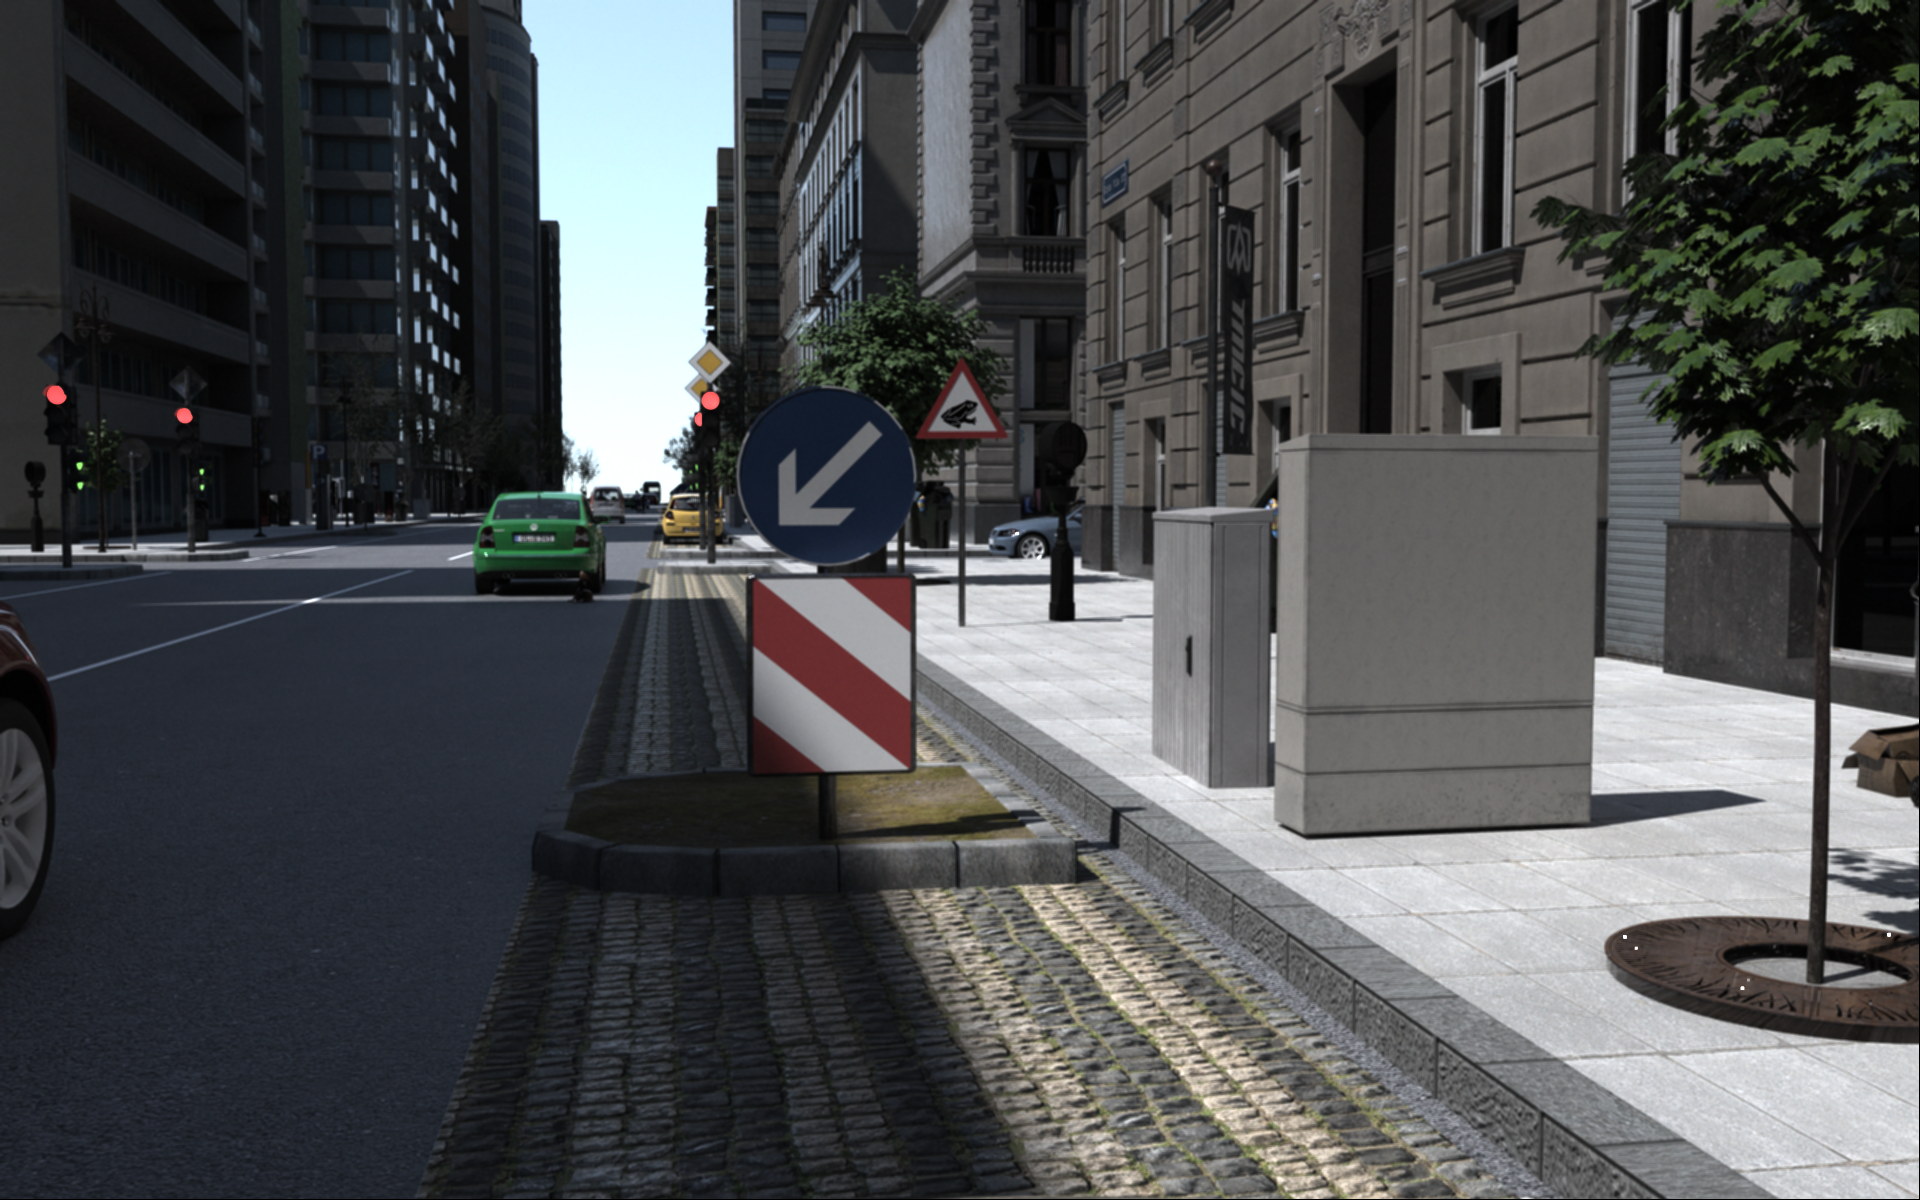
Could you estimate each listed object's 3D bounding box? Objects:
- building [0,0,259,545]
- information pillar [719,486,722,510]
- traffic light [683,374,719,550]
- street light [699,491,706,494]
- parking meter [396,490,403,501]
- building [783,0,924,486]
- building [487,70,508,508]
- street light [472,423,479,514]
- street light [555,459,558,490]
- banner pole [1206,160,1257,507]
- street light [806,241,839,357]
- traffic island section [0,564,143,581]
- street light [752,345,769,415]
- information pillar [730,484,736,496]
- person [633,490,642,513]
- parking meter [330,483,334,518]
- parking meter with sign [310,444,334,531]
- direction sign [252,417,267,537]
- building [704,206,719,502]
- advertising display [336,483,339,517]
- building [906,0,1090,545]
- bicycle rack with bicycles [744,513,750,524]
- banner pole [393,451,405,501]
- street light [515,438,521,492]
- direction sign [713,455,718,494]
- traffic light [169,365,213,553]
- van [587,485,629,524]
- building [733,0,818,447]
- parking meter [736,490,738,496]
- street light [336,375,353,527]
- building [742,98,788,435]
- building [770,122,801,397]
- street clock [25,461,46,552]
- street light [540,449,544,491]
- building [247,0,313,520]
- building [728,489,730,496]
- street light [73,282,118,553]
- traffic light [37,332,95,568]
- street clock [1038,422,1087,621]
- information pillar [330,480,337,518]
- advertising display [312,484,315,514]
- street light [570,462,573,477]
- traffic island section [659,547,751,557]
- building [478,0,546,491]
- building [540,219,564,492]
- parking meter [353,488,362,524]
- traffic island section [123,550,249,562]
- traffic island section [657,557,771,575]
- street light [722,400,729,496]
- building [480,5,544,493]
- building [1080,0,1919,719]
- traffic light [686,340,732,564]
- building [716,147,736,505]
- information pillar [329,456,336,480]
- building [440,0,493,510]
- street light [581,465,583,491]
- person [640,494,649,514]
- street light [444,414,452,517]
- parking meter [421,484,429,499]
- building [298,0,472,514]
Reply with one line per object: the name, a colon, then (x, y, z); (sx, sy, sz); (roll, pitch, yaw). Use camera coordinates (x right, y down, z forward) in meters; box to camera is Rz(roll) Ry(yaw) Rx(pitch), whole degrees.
building: (-34.855, -26.136, 51.028); (21.300, 48.544, 21.600); (-1, 4, -10)
information pillar: (-15.834, -7.542, 114.670); (0.183, 3.616, 0.504); (-2, 4, -25)
traffic light: (-5.933, -3.108, 39.733); (0.839, 4.253, 0.868); (-1, 4, -10)
street light: (-19.058, -9.579, 129.403); (0.468, 5.910, 1.993); (-1, 4, -10)
parking meter: (-34.644, -6.034, 107.064); (0.372, 1.533, 0.369); (0, 3, 0)
building: (1.290, -14.875, 76.491); (16.112, 22.955, 30.059); (-1, 4, -10)
building: (-50.187, -29.205, 161.093); (14.154, 41.232, 14.086); (-1, 4, -10)
street light: (-31.629, -8.593, 113.283); (0.468, 5.910, 1.993); (-1, 4, -10)
street light: (-45.497, -13.607, 195.267); (0.468, 5.910, 1.993); (-1, 4, -10)
banner pole: (2.051, -1.423, 13.278); (0.401, 3.779, 0.863); (3, 4, 38)
street light: (-2.525, -3.612, 31.840); (0.468, 5.910, 1.993); (-1, 4, -10)
traffic island section: (-15.552, -0.481, 30.139); (2.009, 0.180, 2.903); (-1, 4, -10)
street light: (-6.212, -4.964, 53.949); (0.468, 5.910, 1.993); (-1, 4, -10)
information pillar: (-13.922, -6.220, 106.196); (0.304, 2.012, 0.304); (0, 4, 1)
person: (-24.566, -7.489, 131.879); (0.756, 1.711, 0.436); (-1, 4, -21)
parking meter: (-31.539, -4.946, 86.576); (0.255, 1.863, 0.399); (1, 4, 22)
parking meter with sign: (-22.670, -4.000, 61.666); (0.543, 3.016, 1.738); (-1, 4, -12)
direction sign: (-20.831, -3.636, 51.452); (0.379, 3.537, 0.876); (0, 4, -5)
building: (-26.910, -36.978, 259.218); (22.147, 44.769, 28.867); (-1, 4, -10)
advertising display: (-35.275, -5.654, 97.654); (0.123, 1.923, 0.974); (-3, 5, -42)
building: (8.685, -13.496, 49.540); (19.941, 23.489, 11.050); (-1, 4, -10)
bicycle rack with bicycles: (-8.183, -3.786, 75.276); (2.852, 0.926, 2.925); (-1, 4, -17)
banner pole: (-32.271, -6.699, 99.541); (0.863, 3.779, 0.401); (1, 4, 17)
street light: (-36.782, -10.478, 144.110); (0.468, 5.910, 1.993); (-1, 4, -10)
direction sign: (-13.559, -6.345, 95.742); (0.379, 3.537, 0.876); (-3, 4, -37)
traffic light: (-16.838, -2.995, 37.886); (0.839, 4.253, 0.868); (-1, 4, -10)
van: (-17.027, -4.686, 83.626); (2.013, 2.044, 4.112); (-1, 4, -11)
building: (-9.266, -37.318, 152.150); (21.231, 58.520, 28.212); (-1, 4, -10)
parking meter: (-14.604, -6.537, 112.586); (0.399, 1.863, 0.255); (-3, 4, -37)
street light: (-23.912, -5.788, 67.418); (0.468, 5.910, 1.993); (-1, 4, -10)
building: (-9.366, -21.963, 130.793); (14.160, 30.474, 14.107); (-1, 4, -10)
building: (-4.347, -18.730, 103.497); (12.463, 27.353, 25.104); (-1, 4, -10)
street clock: (-20.456, -2.066, 38.352); (0.471, 2.002, 0.358); (2, 4, 34)
street light: (-41.916, -12.303, 173.948); (0.468, 5.910, 1.993); (-1, 4, -10)
building: (-39.801, -24.362, 81.919); (14.154, 41.232, 14.086); (-1, 4, -10)
building: (-13.401, -45.190, 177.104); (20.563, 71.187, 20.611); (-1, 4, -10)
street light: (-18.845, -3.981, 37.873); (0.468, 5.910, 1.993); (-1, 4, -10)
traffic light: (-15.511, -2.513, 30.012); (0.839, 4.253, 0.868); (-1, 4, -10)
street clock: (1.036, -0.793, 17.531); (0.471, 2.002, 0.358); (-3, 4, -38)
information pillar: (-33.935, -5.457, 93.710); (0.304, 2.012, 0.304); (-2, 4, -33)
advertising display: (-41.063, -6.399, 109.834); (0.123, 1.923, 0.974); (0, 4, -4)
street light: (-50.392, -15.416, 224.841); (0.468, 5.910, 1.993); (-1, 4, -10)
traffic island section: (-5.891, -1.075, 39.854); (2.009, 0.180, 2.903); (-1, 4, -10)
building: (-66.660, -48.517, 231.508); (20.563, 71.187, 20.611); (-1, 4, -10)
building: (-65.210, -34.679, 250.589); (14.154, 41.232, 14.086); (-1, 4, -10)
parking meter: (-25.631, -3.995, 73.735); (0.372, 1.533, 0.369); (0, 3, 0)
traffic island section: (-16.879, -0.962, 38.014); (2.009, 0.180, 2.903); (-1, 4, -10)
traffic island section: (-4.564, -0.593, 31.980); (2.009, 0.180, 2.903); (-1, 4, -10)
street light: (-11.316, -6.813, 84.180); (0.468, 5.910, 1.993); (-1, 4, -10)
building: (-62.084, -40.731, 207.955); (21.231, 58.520, 28.212); (-1, 4, -10)
building: (9.666, -13.507, 18.096); (12.463, 27.353, 25.104); (-1, 4, -10)
traffic light: (-4.605, -2.626, 31.859); (0.839, 4.253, 0.868); (-1, 4, -10)
building: (-22.036, -32.072, 207.973); (14.154, 41.232, 14.086); (-1, 4, -10)
information pillar: (-38.813, -7.085, 107.192); (0.183, 3.616, 0.504); (1, 4, 22)
building: (-47.750, -30.389, 146.965); (14.600, 45.320, 14.200); (-1, 4, -10)
street light: (-55.535, -17.243, 254.701); (0.468, 5.910, 1.993); (-1, 4, -10)
person: (-23.250, -7.066, 127.291); (0.557, 1.426, 1.065); (-3, 5, -44)
street light: (-28.970, -7.658, 97.998); (0.468, 5.910, 1.993); (-1, 4, -10)
parking meter: (-31.425, -5.873, 101.731); (0.399, 1.863, 0.255); (0, 4, 1)
building: (-48.524, -30.857, 124.122); (23.786, 49.044, 30.456); (-1, 4, -10)
